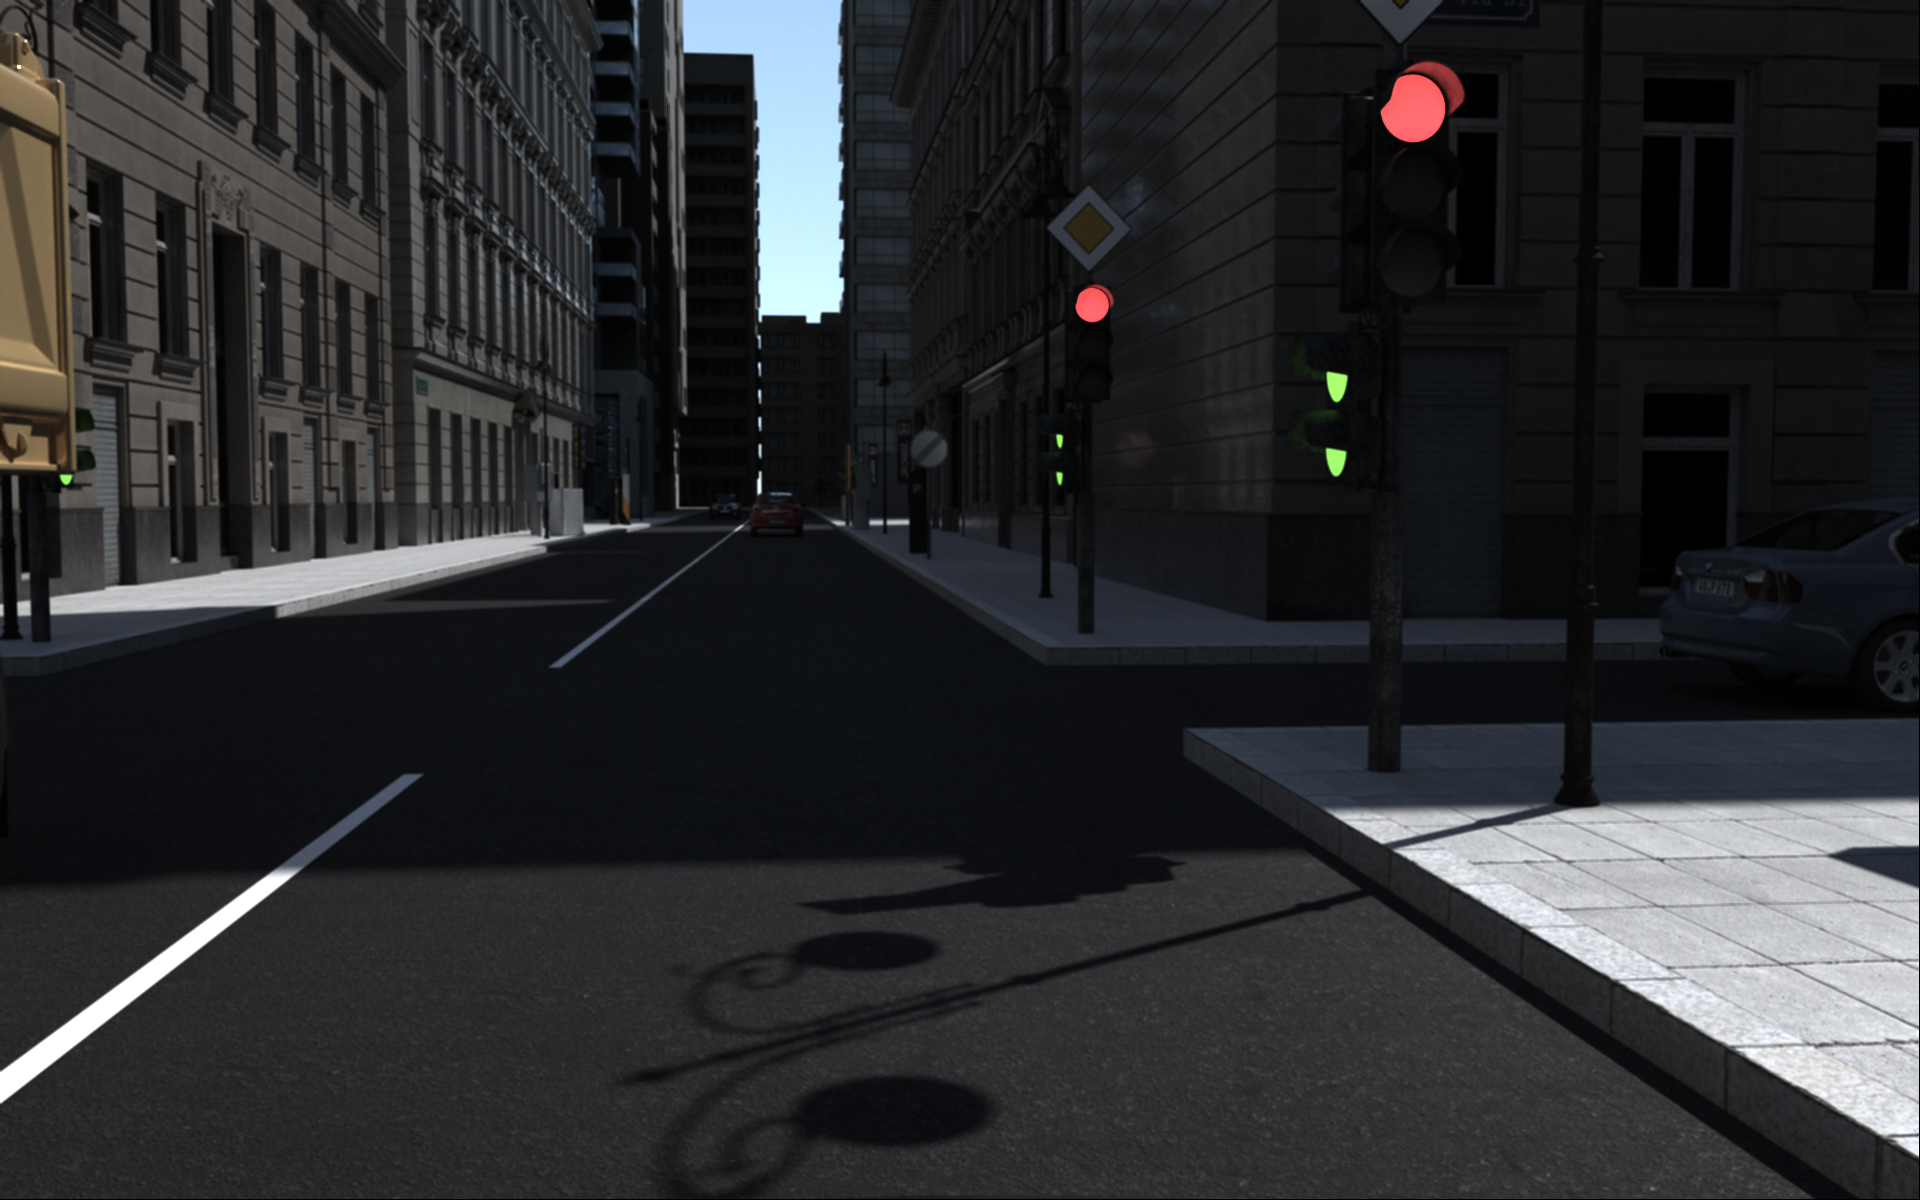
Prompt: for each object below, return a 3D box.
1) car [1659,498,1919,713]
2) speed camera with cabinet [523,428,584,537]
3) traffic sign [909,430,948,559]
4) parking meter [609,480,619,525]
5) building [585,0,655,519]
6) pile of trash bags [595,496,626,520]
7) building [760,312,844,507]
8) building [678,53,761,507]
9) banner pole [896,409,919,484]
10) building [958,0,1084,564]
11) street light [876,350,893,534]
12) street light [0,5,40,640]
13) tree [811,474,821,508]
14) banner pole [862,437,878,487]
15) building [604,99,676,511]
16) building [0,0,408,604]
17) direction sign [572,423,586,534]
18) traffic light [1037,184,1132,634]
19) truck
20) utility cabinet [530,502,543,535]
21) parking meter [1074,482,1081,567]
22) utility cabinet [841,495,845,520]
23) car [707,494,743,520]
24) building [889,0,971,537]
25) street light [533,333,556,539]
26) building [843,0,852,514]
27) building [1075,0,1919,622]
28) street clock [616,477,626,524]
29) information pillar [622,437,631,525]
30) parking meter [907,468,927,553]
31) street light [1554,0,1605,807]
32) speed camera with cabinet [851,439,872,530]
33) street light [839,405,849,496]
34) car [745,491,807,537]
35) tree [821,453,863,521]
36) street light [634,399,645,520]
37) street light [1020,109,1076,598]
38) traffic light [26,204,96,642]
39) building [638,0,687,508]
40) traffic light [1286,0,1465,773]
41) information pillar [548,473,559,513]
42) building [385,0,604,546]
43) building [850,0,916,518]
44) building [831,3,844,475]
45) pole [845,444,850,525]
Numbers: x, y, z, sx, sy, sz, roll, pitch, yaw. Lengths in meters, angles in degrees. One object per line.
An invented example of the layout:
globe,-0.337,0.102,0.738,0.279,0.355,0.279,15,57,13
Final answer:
car,7.348,-0.017,12.282,4.499,1.417,2.014,0,4,-6
speed camera with cabinet,-12.357,-3.568,52.671,0.660,3.252,2.038,2,4,29
traffic sign,-0.615,-2.090,34.275,0.768,2.556,0.104,0,4,-2
parking meter,-14.549,-4.105,72.834,0.255,1.863,0.399,1,4,14
building,-29.387,-48.280,102.054,22.319,86.520,31.000,0,4,-6
pile of trash bags,-18.382,-4.770,87.735,3.447,1.369,1.912,2,4,35
building,-7.098,-21.072,189.572,28.899,21.520,27.650,0,4,-6
building,-32.113,-34.227,183.314,21.600,48.544,21.300,0,4,-6
banner pole,-1.487,-3.725,50.916,0.863,3.779,0.401,1,4,22
building,5.732,-10.777,40.826,10.561,19.102,19.286,0,4,-6
street light,-2.425,-5.080,55.839,0.468,5.910,1.993,0,4,-6
street light,-8.391,-2.590,15.140,0.468,5.910,1.993,0,4,-6
tree,-13.329,-10.600,167.905,1.663,3.219,1.824,0,3,0
banner pole,-3.971,-5.237,75.642,0.863,3.779,0.401,1,4,13
building,-28.449,-21.699,126.487,14.160,30.474,14.107,0,4,-6
building,-17.641,-14.078,27.436,12.463,27.353,25.104,0,4,-6
direction sign,-12.259,-3.901,55.781,0.379,3.537,0.876,1,4,13
traffic light,1.144,-1.649,15.876,0.839,4.253,0.868,0,4,-6
truck,-4.199,-0.364,1.882,3.469,3.379,9.791,0,4,-6
utility cabinet,-13.308,-2.651,54.512,0.306,1.237,1.020,0,4,-8
parking meter,2.155,-1.531,30.739,0.255,1.863,0.399,0,4,6
utility cabinet,-5.629,-4.498,84.707,0.306,1.237,1.020,-1,4,-10
car,-13.130,-5.331,96.946,2.009,1.686,4.222,0,4,-7
building,2.465,-13.487,71.428,10.553,20.767,40.483,0,4,-6
street light,-11.892,-4.703,49.687,0.468,5.910,1.993,0,4,-6
building,2.350,-35.395,120.701,21.231,58.520,28.212,0,4,-6
building,14.569,-13.831,23.407,25.104,27.353,12.463,0,4,-6
street clock,-14.311,-4.209,73.385,0.471,2.002,0.358,-3,5,-41
information pillar,-13.852,-4.923,71.851,0.183,3.616,0.504,-3,4,-39
parking meter,-0.924,-1.948,37.560,0.399,1.863,0.255,1,4,8
street light,2.559,-2.093,7.005,0.468,5.910,1.993,0,4,-6
speed camera with cabinet,-3.616,-4.217,63.282,0.660,3.252,2.038,0,4,-8
street light,-6.049,-7.189,90.321,0.468,5.910,1.993,0,4,-6
car,-6.353,-3.114,59.950,2.155,1.783,4.494,0,4,-6
tree,-5.810,-5.729,88.276,1.663,3.219,1.824,0,3,0
street light,-15.568,-6.823,84.347,0.468,5.910,1.993,0,4,-6
street light,1.066,-2.970,21.344,0.468,5.910,1.993,0,4,-6
traffic light,-7.969,-1.591,14.937,0.839,4.253,0.868,0,4,-6
building,-37.301,-34.166,147.846,27.495,52.752,28.713,0,4,-6
traffic light,1.952,-1.163,7.932,0.839,4.253,0.868,0,4,-6
information pillar,-14.075,-3.393,59.969,0.304,2.012,0.304,2,4,26
building,-23.371,-17.480,62.219,17.030,29.872,44.131,0,4,-6
building,0.660,-25.458,99.840,14.154,41.232,14.086,0,4,-6
building,0.796,-32.499,150.972,23.786,49.044,30.456,0,4,-6
pole,-4.597,-4.713,70.905,0.158,3.312,0.155,0,3,0
